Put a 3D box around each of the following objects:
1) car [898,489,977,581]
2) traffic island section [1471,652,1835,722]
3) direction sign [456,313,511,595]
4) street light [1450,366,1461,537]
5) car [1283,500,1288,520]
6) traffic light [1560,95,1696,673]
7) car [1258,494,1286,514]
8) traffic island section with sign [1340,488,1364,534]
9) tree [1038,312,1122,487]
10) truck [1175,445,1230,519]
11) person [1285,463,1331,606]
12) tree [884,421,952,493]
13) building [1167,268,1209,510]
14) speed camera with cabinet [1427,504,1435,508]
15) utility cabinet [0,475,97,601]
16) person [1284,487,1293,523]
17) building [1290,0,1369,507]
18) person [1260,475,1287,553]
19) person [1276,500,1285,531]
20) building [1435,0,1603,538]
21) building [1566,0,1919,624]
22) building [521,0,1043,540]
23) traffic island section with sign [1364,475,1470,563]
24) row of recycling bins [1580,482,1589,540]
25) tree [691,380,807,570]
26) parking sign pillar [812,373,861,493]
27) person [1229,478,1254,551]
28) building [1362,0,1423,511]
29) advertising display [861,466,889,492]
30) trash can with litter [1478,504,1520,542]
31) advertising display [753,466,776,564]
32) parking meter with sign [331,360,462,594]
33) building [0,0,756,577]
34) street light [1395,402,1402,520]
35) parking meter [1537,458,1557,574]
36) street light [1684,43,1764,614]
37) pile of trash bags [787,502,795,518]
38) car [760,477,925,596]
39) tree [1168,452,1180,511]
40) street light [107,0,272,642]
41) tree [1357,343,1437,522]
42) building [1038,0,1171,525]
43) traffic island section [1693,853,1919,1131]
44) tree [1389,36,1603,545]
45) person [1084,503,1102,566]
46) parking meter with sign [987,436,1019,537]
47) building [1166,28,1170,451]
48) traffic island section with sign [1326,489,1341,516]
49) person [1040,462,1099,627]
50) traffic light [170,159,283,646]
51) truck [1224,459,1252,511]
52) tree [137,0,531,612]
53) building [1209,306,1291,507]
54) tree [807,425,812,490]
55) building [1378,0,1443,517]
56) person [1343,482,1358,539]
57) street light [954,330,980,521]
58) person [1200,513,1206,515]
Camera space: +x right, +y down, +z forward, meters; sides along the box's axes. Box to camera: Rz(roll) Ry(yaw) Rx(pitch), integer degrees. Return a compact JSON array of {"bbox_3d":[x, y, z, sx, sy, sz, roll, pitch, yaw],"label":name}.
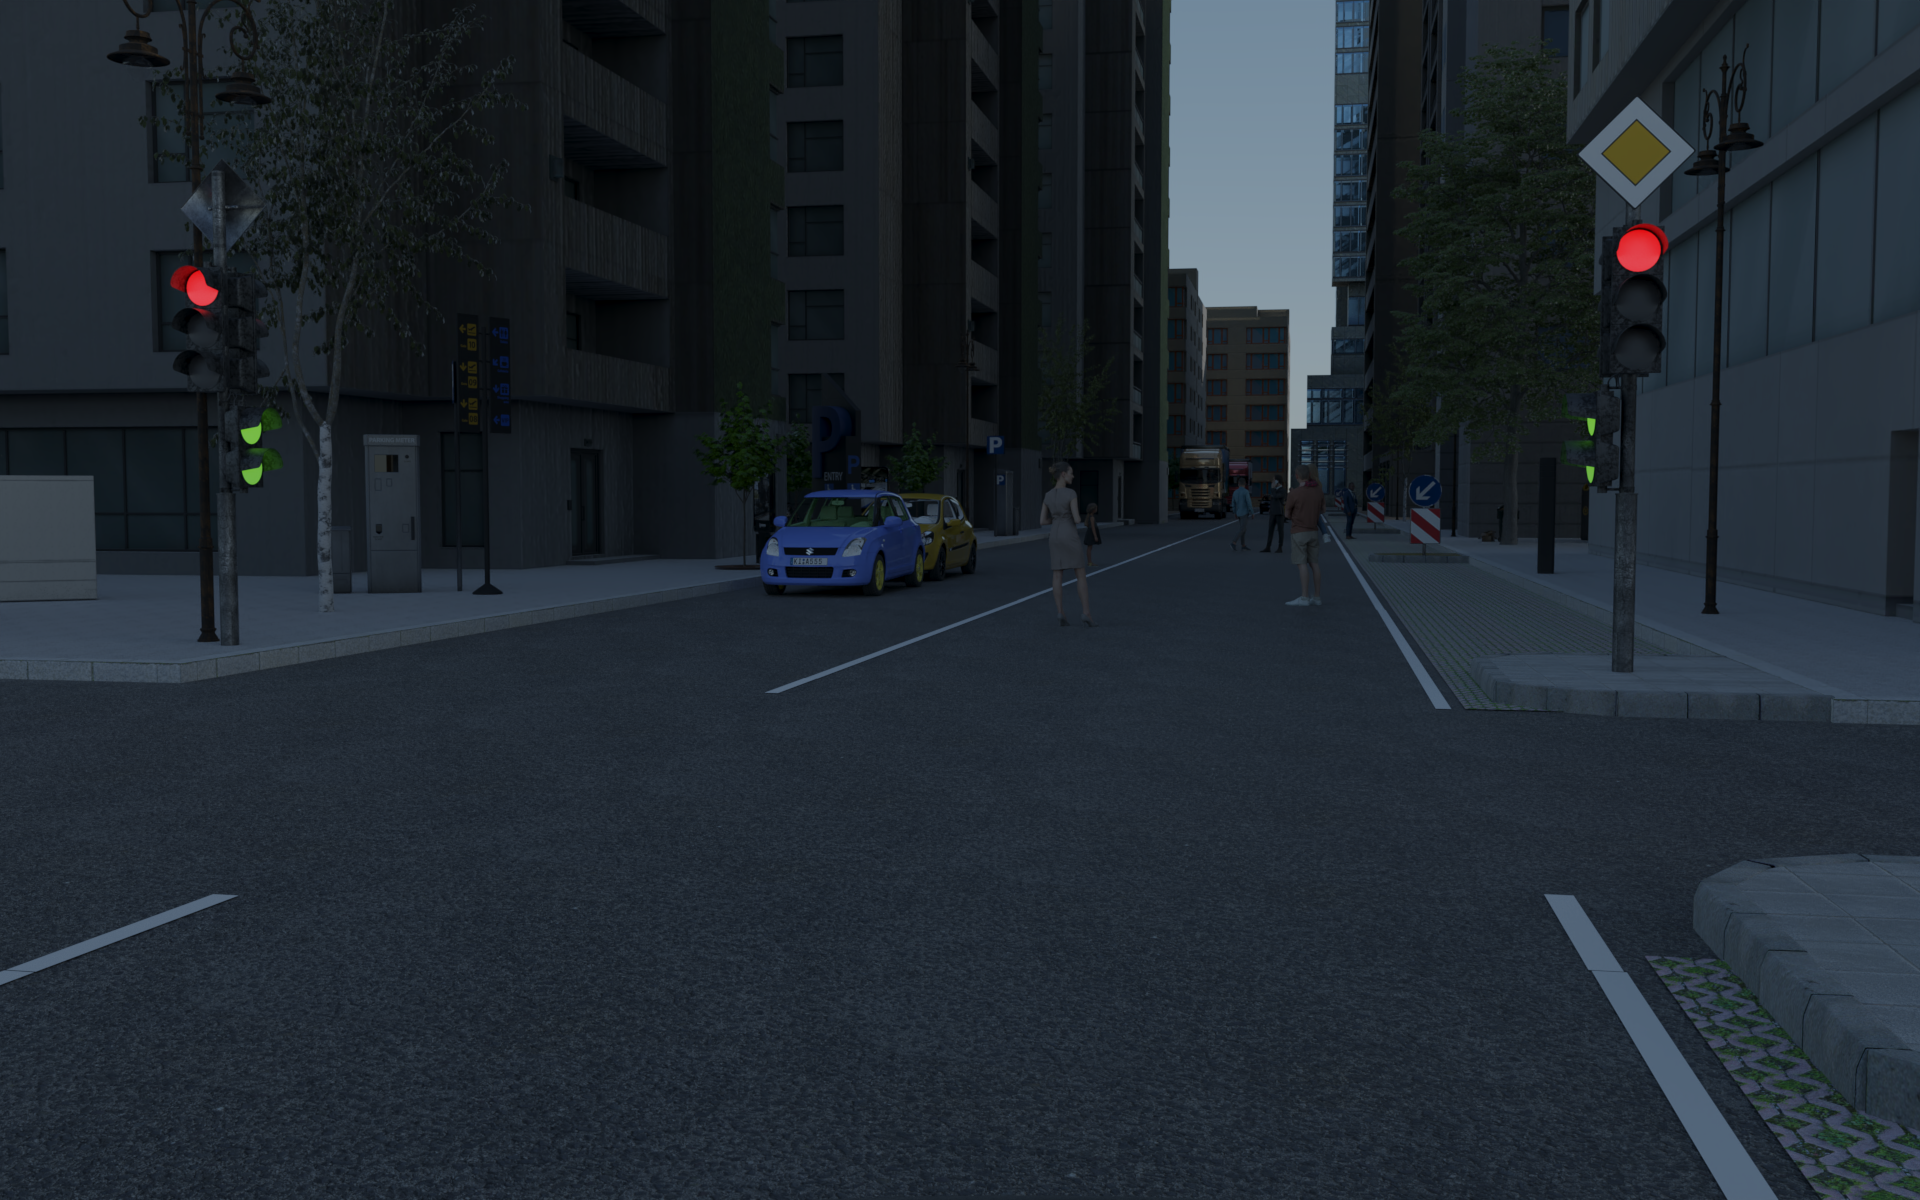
[{"bbox_3d":[-0.855,-1.200,29.844,2.015,1.641,3.980,1,4,12],"label":"car"},{"bbox_3d":[4.805,0.598,12.503,2.009,0.180,2.903,1,4,11],"label":"traffic island section"},{"bbox_3d":[-6.053,-1.840,22.086,0.379,3.537,0.876,2,4,32],"label":"direction sign"},{"bbox_3d":[14.867,-4.844,51.993,0.468,5.910,1.993,1,4,11],"label":"street light"},{"bbox_3d":[18.935,-5.285,96.634,2.015,1.641,3.980,1,4,13],"label":"car"},{"bbox_3d":[4.767,-1.436,12.397,0.839,4.253,0.868,1,4,11],"label":"traffic light"},{"bbox_3d":[22.301,-6.976,123.848,2.009,1.686,4.222,1,4,10],"label":"car"},{"bbox_3d":[14.996,-3.330,63.077,1.989,1.847,2.006,1,4,11],"label":"traffic island section with sign"},{"bbox_3d":[4.321,-7.386,71.131,4.737,8.622,4.395,0,3,0],"label":"tree"},{"bbox_3d":[14.285,-6.869,101.229,2.839,4.237,11.283,1,4,11],"label":"truck"},{"bbox_3d":[4.488,-0.849,22.356,0.573,1.828,0.580,1,4,17],"label":"person"},{"bbox_3d":[-1.275,-3.155,46.194,1.663,3.219,1.824,0,3,0],"label":"tree"},{"bbox_3d":[6.239,-18.784,152.153,28.899,21.520,27.650,1,4,11],"label":"building"},{"bbox_3d":[23.577,-5.470,83.766,2.038,3.252,0.660,0,4,4],"label":"speed camera with cabinet"},{"bbox_3d":[-11.009,-0.738,20.738,1.173,1.500,0.318,-2,4,-27],"label":"utility cabinet"},{"bbox_3d":[16.498,-4.720,86.077,0.834,1.777,0.661,2,4,25],"label":"person"},{"bbox_3d":[49.802,-52.766,175.395,31.000,86.520,22.319,1,4,11],"label":"building"},{"bbox_3d":[7.689,-2.108,42.328,0.474,1.900,0.648,-2,4,-27],"label":"person"},{"bbox_3d":[12.383,-3.601,67.712,0.374,1.781,0.599,-2,4,-35],"label":"person"},{"bbox_3d":[27.981,-31.725,60.704,21.231,58.520,28.212,1,4,11],"label":"building"},{"bbox_3d":[22.845,-26.335,19.817,27.495,52.752,28.713,1,4,11],"label":"building"},{"bbox_3d":[-5.154,-17.578,59.096,14.160,30.474,14.107,1,4,11],"label":"building"},{"bbox_3d":[9.680,-1.714,36.649,1.989,1.847,2.006,1,4,11],"label":"traffic island section with sign"},{"bbox_3d":[17.394,-2.423,46.730,1.069,1.692,3.534,1,4,15],"label":"row of recycling bins"},{"bbox_3d":[-3.829,-2.144,29.649,1.663,3.219,1.824,0,3,0],"label":"tree"},{"bbox_3d":[-2.715,-3.032,38.051,1.447,3.967,1.447,-3,5,-39],"label":"parking sign pillar"},{"bbox_3d":[7.047,-2.158,43.641,0.748,1.841,0.638,-1,4,-23],"label":"person"},{"bbox_3d":[39.062,-30.256,118.386,21.300,48.544,21.600,1,4,11],"label":"building"},{"bbox_3d":[-2.130,-2.147,40.315,0.974,1.923,0.123,0,4,6],"label":"advertising display"},{"bbox_3d":[14.428,-2.141,46.396,1.055,1.170,0.624,2,4,34],"label":"trash can with litter"},{"bbox_3d":[-3.578,-1.619,31.681,0.123,1.923,0.974,-2,4,-24],"label":"advertising display"},{"bbox_3d":[-7.388,-1.606,22.518,1.738,3.016,0.543,-1,4,-18],"label":"parking meter with sign"},{"bbox_3d":[-12.099,-15.947,32.441,14.160,30.474,14.107,1,4,11],"label":"building"},{"bbox_3d":[21.581,-6.883,85.317,0.468,5.910,1.993,1,4,11],"label":"street light"},{"bbox_3d":[9.477,-1.362,27.972,0.255,1.863,0.399,1,4,17],"label":"parking meter"},{"bbox_3d":[8.044,-2.789,18.392,0.468,5.910,1.993,1,4,11],"label":"street light"},{"bbox_3d":[-5.268,-2.238,46.343,3.447,1.369,1.912,-3,5,-41],"label":"pile of trash bags"},{"bbox_3d":[-1.692,-0.977,25.559,1.945,1.707,3.694,1,4,12],"label":"car"},{"bbox_3d":[16.357,-9.129,132.979,4.285,4.588,4.351,0,3,0],"label":"tree"},{"bbox_3d":[-6.542,-2.576,14.898,0.468,5.910,1.993,1,4,11],"label":"street light"},{"bbox_3d":[20.719,-7.973,80.727,4.737,8.622,4.395,0,3,0],"label":"tree"},{"bbox_3d":[2.289,-24.315,81.149,14.154,41.232,14.086,1,4,11],"label":"building"},{"bbox_3d":[3.229,1.077,4.675,2.009,0.180,2.903,1,4,11],"label":"traffic island section"},{"bbox_3d":[14.320,-7.678,43.663,7.486,12.596,7.792,0,3,0],"label":"tree"},{"bbox_3d":[2.638,-1.296,34.367,0.373,1.253,0.362,0,4,0],"label":"person"},{"bbox_3d":[1.352,-3.457,52.780,0.543,3.016,1.738,1,4,19],"label":"parking meter with sign"},{"bbox_3d":[7.411,-28.957,123.564,14.600,45.320,14.200,1,4,11],"label":"building"},{"bbox_3d":[24.894,-6.339,112.264,1.989,1.847,2.006,1,4,11],"label":"traffic island section with sign"},{"bbox_3d":[1.183,-0.607,18.768,0.599,1.781,0.374,3,5,39],"label":"person"},{"bbox_3d":[-6.179,-1.569,14.575,0.839,4.253,0.868,1,4,11],"label":"traffic light"},{"bbox_3d":[22.445,-9.312,141.169,2.839,4.237,11.283,1,4,11],"label":"truck"},{"bbox_3d":[-6.875,-4.188,18.839,4.360,8.622,3.978,0,3,0],"label":"tree"},{"bbox_3d":[20.352,-20.784,184.854,28.899,21.520,27.650,1,4,11],"label":"building"},{"bbox_3d":[-3.786,-2.829,40.859,1.663,3.219,1.824,0,3,0],"label":"tree"},{"bbox_3d":[34.813,-40.275,96.754,20.563,71.187,20.611,1,4,11],"label":"building"},{"bbox_3d":[12.386,-2.832,54.983,0.419,1.800,0.721,3,4,38],"label":"person"},{"bbox_3d":[0.209,-4.653,48.858,0.468,5.910,1.993,1,4,11],"label":"street light"},{"bbox_3d":[16.485,-6.667,117.959,0.568,1.767,0.683,-3,4,-36],"label":"person"}]
